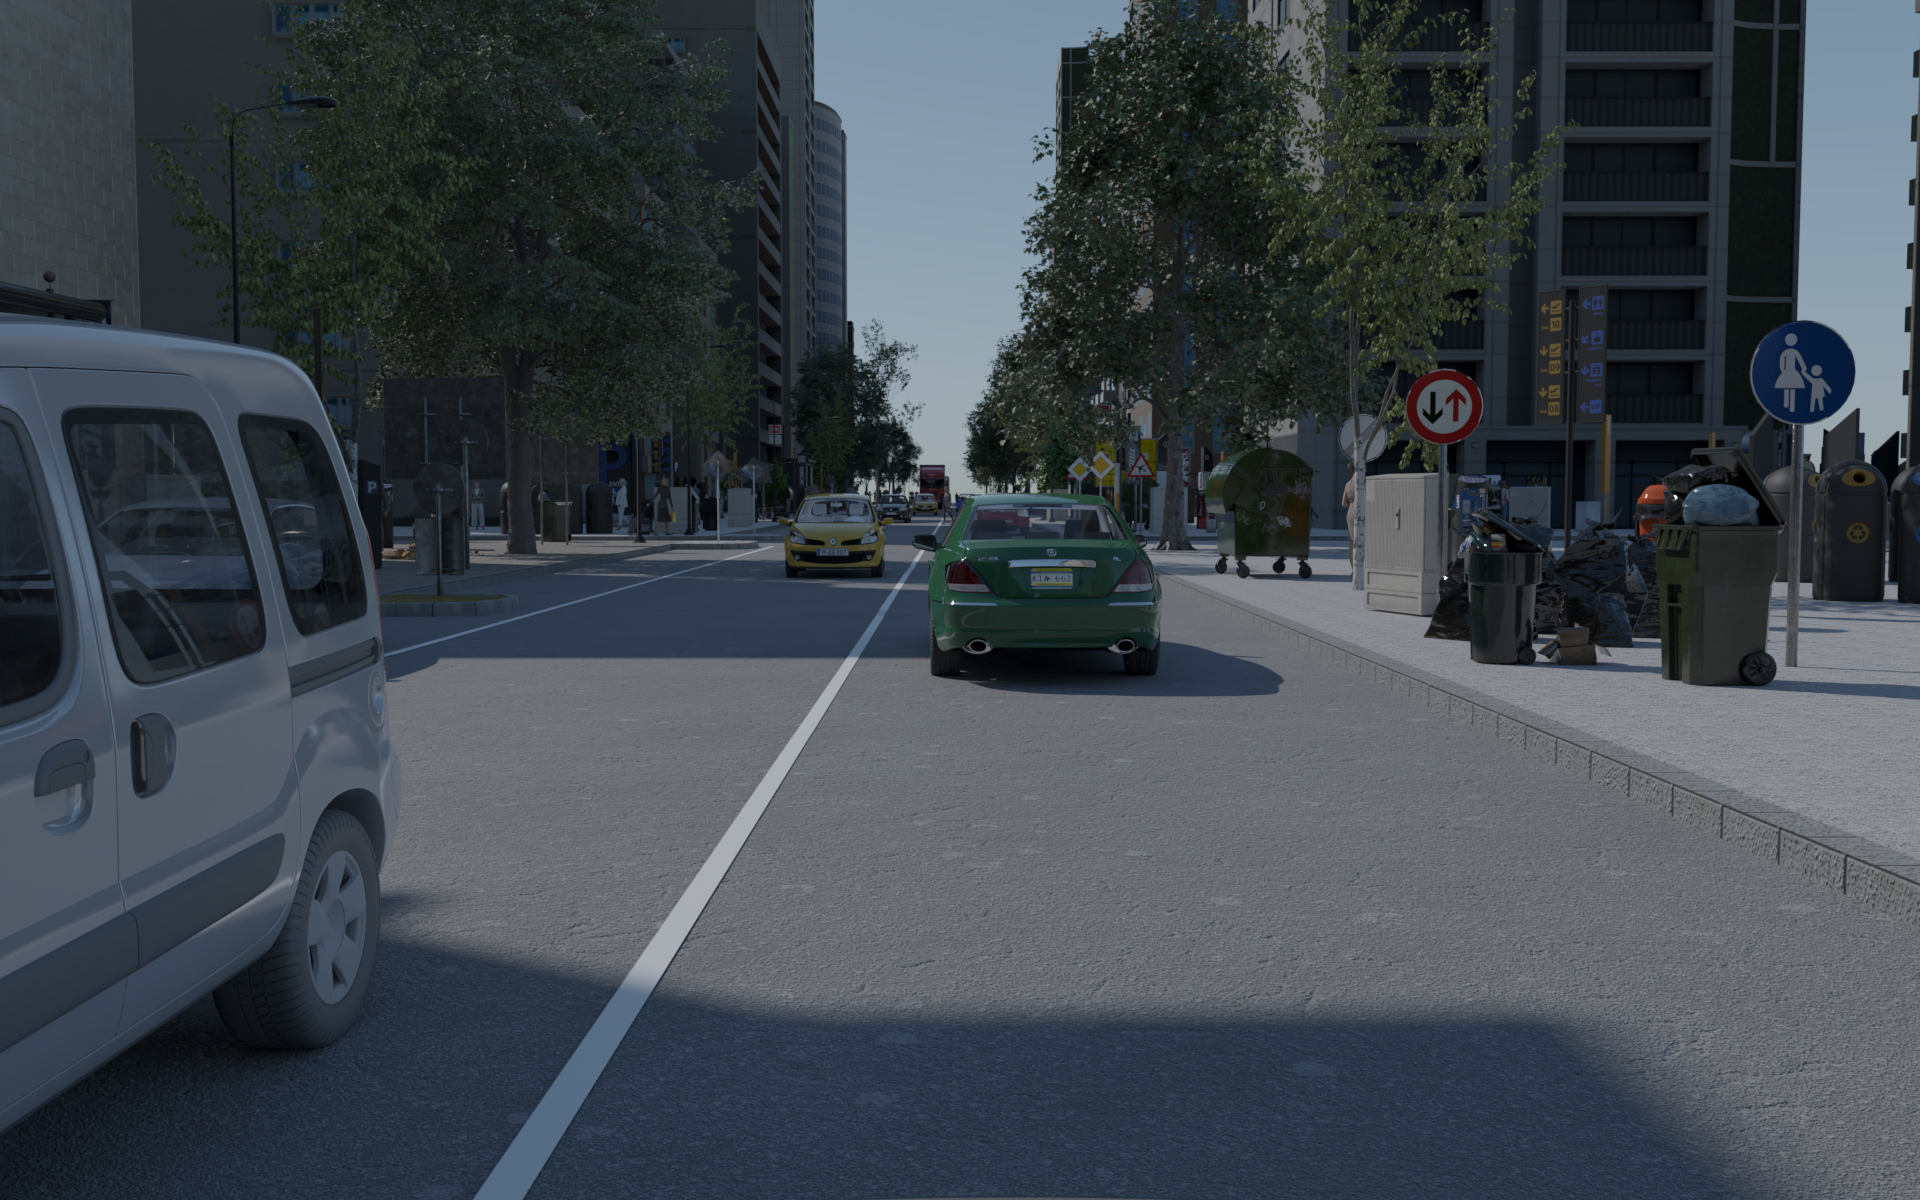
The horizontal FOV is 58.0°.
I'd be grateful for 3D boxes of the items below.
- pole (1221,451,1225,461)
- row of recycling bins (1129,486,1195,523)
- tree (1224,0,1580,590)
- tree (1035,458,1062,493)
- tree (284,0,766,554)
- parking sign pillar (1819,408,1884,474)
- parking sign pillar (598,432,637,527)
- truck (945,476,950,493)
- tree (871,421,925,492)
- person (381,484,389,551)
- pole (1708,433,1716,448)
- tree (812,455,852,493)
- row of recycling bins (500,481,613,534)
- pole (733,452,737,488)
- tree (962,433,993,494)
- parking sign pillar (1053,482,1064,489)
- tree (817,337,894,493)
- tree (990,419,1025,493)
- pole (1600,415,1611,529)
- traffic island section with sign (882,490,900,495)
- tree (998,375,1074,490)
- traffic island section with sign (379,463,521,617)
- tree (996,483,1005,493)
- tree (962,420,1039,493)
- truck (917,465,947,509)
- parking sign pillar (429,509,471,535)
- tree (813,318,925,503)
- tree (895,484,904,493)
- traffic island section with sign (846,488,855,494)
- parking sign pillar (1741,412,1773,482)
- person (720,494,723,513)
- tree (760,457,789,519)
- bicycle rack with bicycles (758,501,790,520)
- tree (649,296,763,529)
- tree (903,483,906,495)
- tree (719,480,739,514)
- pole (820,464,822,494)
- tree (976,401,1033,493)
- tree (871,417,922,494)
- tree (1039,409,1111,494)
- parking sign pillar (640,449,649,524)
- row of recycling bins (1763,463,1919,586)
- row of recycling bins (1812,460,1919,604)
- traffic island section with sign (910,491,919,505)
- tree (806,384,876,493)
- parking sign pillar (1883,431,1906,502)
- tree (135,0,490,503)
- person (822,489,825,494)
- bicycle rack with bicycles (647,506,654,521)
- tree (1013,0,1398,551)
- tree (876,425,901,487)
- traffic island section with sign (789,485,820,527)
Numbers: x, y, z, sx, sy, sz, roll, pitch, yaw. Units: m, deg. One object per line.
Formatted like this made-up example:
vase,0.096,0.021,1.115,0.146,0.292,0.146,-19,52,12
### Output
pole,12.475,-5.404,82.196,0.158,3.312,0.155,0,3,0
row of recycling bins,8.567,-4.229,76.265,3.534,1.692,1.069,1,4,12
tree,5.515,-4.426,22.723,4.737,8.622,4.395,0,3,0
tree,4.115,-5.456,83.815,1.663,3.219,1.824,0,3,0
tree,-9.331,-7.965,36.877,9.857,13.997,8.962,0,3,0
parking sign pillar,27.999,-4.064,54.917,1.447,3.967,1.447,-1,4,-20
parking sign pillar,-13.456,-4.818,67.251,1.447,3.967,1.447,-1,4,-17
truck,-3.067,-17.297,271.711,2.839,4.237,11.283,0,4,2
tree,-8.974,-17.488,220.336,8.767,10.594,7.601,-2,4,-24
person,-13.204,-2.001,38.937,0.661,1.801,0.590,0,4,-8
pole,24.926,-3.893,57.494,0.158,3.312,0.155,0,3,0
tree,-9.416,-8.626,124.754,4.285,4.588,4.351,0,3,0
row of recycling bins,-12.987,-2.979,55.812,3.534,1.692,1.069,-1,4,-17
pole,-10.940,-5.533,84.314,0.158,3.312,0.155,0,3,0
tree,4.275,-21.547,270.426,7.486,12.596,7.792,0,3,0
parking sign pillar,5.434,-6.940,101.945,1.447,3.967,1.447,1,4,22
tree,-9.491,-14.254,139.708,9.857,13.997,8.962,0,3,0
tree,4.638,-11.116,132.107,4.360,8.622,3.978,0,3,0
pole,16.630,-3.105,44.612,0.158,3.312,0.155,0,3,0
traffic island section with sign,-6.491,-8.871,153.675,1.989,1.847,2.006,0,3,0
tree,4.407,-8.824,94.632,4.737,8.622,4.395,0,3,0
traffic island section with sign,-6.480,-0.766,21.159,1.989,1.847,2.006,0,3,0
tree,5.076,-14.047,224.268,1.663,3.219,1.824,0,3,0
tree,4.423,-12.991,146.810,7.601,10.594,8.767,2,4,32
truck,-2.671,-10.873,166.685,2.839,4.237,11.283,0,4,-1
parking sign pillar,-16.151,-4.030,54.368,1.447,3.967,1.447,2,4,28
tree,-9.974,-20.415,189.671,12.611,20.169,13.585,0,3,0
tree,-9.580,-17.031,273.061,1.663,3.219,1.824,0,3,0
traffic island section with sign,-6.484,-5.830,103.947,1.989,1.847,2.006,0,3,0
parking sign pillar,24.840,-4.011,54.050,1.447,3.967,1.447,-3,5,-41
person,-12.964,-5.122,94.064,0.425,1.301,0.394,3,5,41
tree,-9.617,-5.812,89.621,1.663,3.219,1.824,0,3,0
bicycle rack with bicycles,-10.000,-4.476,86.560,2.852,0.926,2.925,3,5,40
tree,-8.990,-6.887,62.962,4.737,8.622,4.395,0,3,0
tree,-9.109,-20.194,280.526,4.737,8.622,4.395,0,3,0
tree,-15.615,-7.324,114.348,1.663,3.219,1.824,0,3,0
pole,-9.478,-7.606,118.206,0.158,3.312,0.155,0,3,0
tree,5.160,-14.952,170.213,9.928,11.665,9.643,0,3,0
tree,-9.757,-20.630,254.304,9.611,12.733,9.660,0,3,0
tree,4.588,-5.113,67.310,4.285,4.588,4.351,0,3,0
parking sign pillar,-14.027,-5.256,74.403,1.447,3.967,1.447,-2,4,-24
row of recycling bins,13.528,-1.111,25.281,3.534,1.692,1.069,0,4,4
row of recycling bins,11.727,-0.789,20.014,1.069,1.692,3.534,-3,5,-44
traffic island section with sign,-6.506,-15.598,263.649,1.989,1.847,2.006,0,3,0
tree,-8.518,-10.086,115.268,4.737,8.622,4.395,0,3,0
parking sign pillar,39.244,-5.206,73.596,1.447,3.967,1.447,-2,4,-25
tree,-8.903,-4.535,24.513,4.737,8.622,4.395,0,3,0
person,-9.153,-6.906,119.180,1.509,1.804,0.699,-1,4,-16
bicycle rack with bicycles,-15.347,-4.226,82.475,2.852,0.926,2.925,1,4,19
tree,4.990,-7.470,39.140,9.611,12.733,9.660,0,3,0
tree,-8.555,-12.771,159.175,4.737,8.622,4.395,0,3,0
traffic island section with sign,-6.469,-4.144,76.390,1.989,1.847,2.006,0,3,0
